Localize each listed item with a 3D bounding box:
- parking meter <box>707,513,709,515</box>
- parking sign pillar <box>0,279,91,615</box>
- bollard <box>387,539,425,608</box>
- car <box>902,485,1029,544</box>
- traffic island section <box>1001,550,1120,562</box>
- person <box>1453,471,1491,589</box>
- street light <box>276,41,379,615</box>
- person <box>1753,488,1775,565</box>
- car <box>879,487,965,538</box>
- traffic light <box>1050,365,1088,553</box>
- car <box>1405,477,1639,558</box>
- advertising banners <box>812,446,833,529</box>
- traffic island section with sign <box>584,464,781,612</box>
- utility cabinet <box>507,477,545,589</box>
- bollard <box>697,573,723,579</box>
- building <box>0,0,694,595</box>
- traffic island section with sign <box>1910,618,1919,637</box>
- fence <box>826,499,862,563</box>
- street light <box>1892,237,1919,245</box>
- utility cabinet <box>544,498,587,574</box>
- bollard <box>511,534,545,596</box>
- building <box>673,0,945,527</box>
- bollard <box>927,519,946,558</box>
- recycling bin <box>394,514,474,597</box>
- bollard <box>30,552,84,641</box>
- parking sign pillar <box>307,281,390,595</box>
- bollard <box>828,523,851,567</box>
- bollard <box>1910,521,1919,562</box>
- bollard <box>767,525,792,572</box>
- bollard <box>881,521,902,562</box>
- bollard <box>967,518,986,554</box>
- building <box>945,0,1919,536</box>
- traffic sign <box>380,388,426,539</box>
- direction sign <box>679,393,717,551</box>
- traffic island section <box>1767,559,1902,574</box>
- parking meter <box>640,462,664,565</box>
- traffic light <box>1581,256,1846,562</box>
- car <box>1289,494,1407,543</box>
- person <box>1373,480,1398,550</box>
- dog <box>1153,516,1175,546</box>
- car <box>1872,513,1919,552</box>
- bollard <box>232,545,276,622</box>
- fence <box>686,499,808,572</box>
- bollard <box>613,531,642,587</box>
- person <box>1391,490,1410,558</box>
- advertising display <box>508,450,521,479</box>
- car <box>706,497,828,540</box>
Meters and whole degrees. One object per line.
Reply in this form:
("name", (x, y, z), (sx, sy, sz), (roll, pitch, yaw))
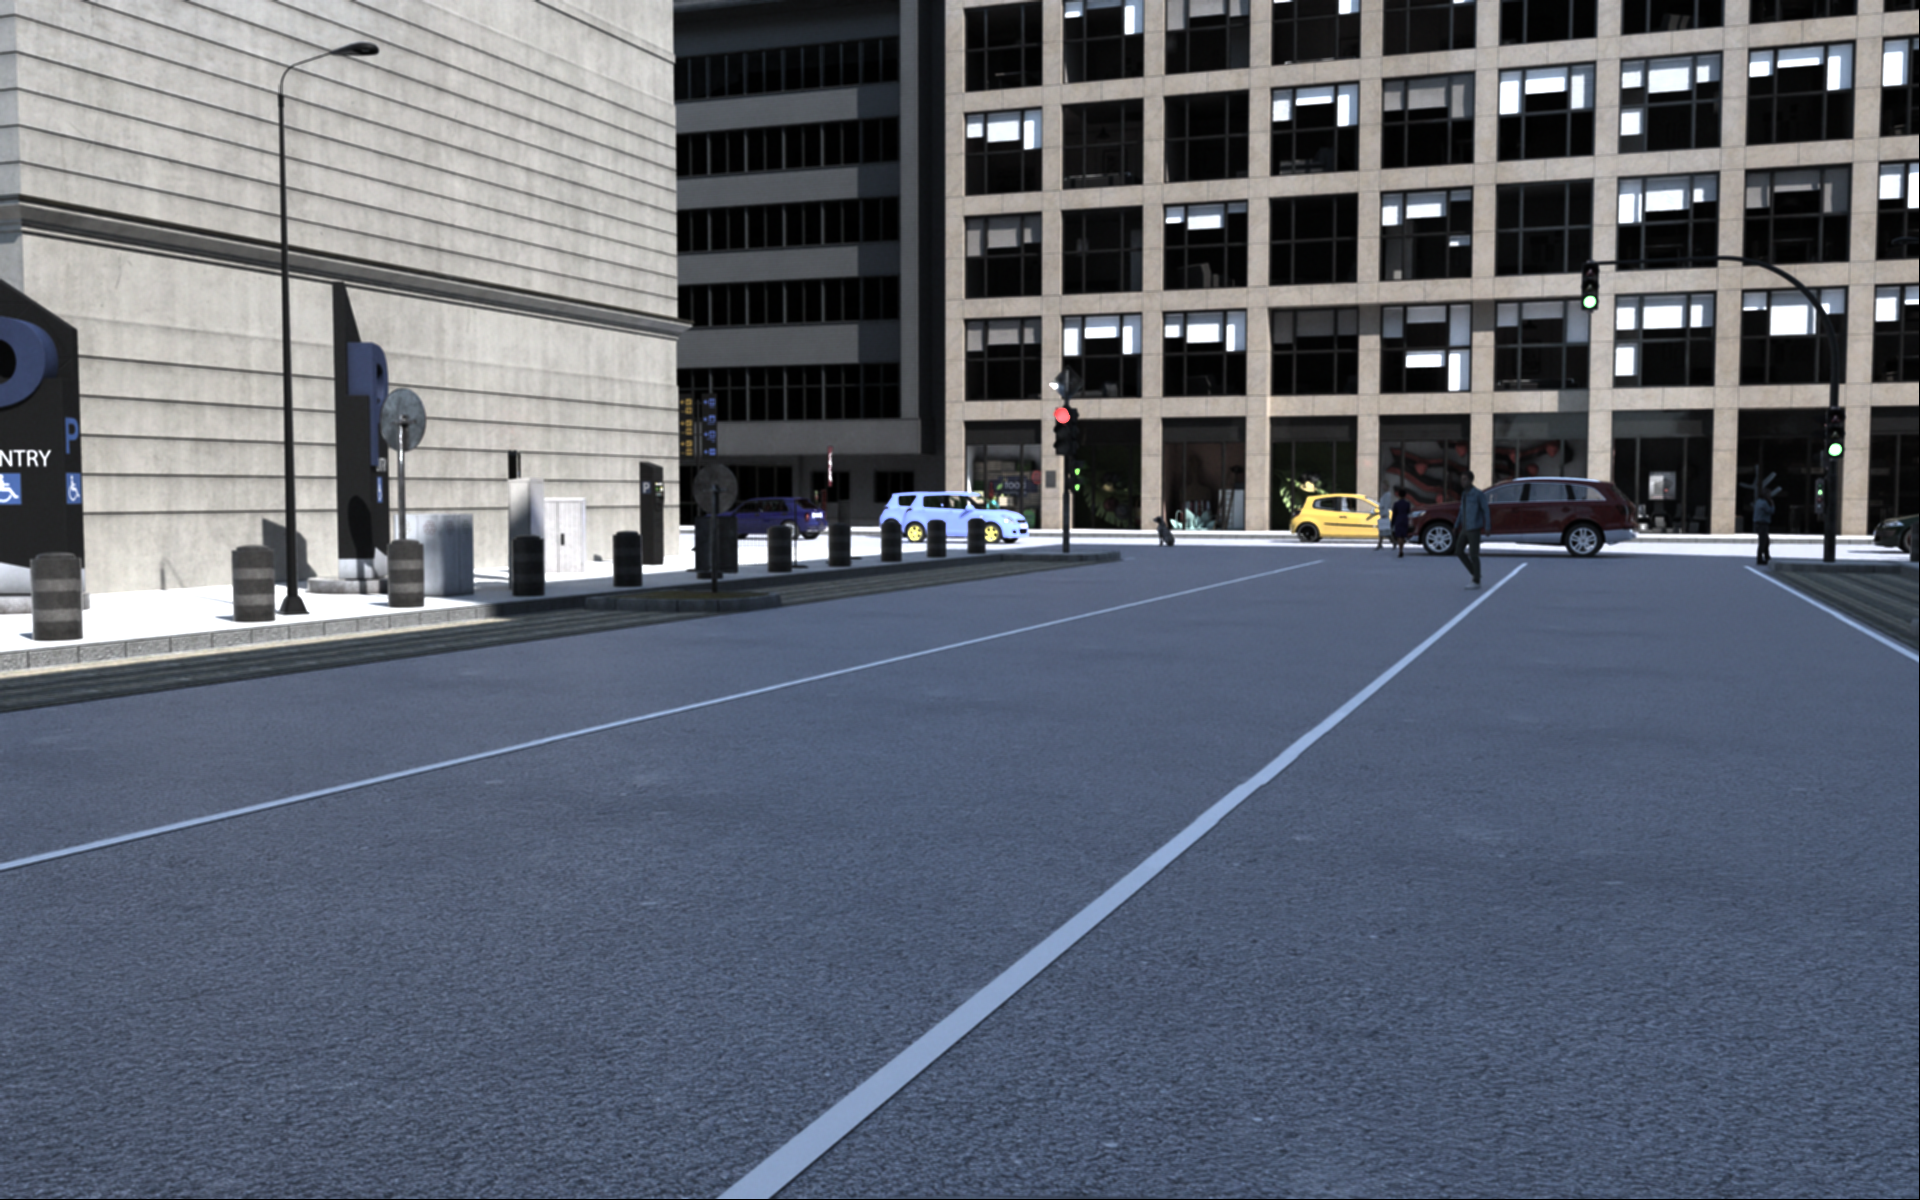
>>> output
("parking meter", (-17.360, -6.747, 118.723), (0.372, 1.533, 0.369), (0, 3, 0))
("parking sign pillar", (-10.378, -1.865, 18.958), (1.447, 3.967, 1.447), (0, 4, -2))
("bollard", (-6.299, -0.304, 19.684), (0.404, 0.777, 0.398), (0, 3, 0))
("car", (0.176, -2.520, 50.798), (3.694, 1.707, 1.945), (1, 4, 22))
("traffic island section", (2.301, -0.955, 37.899), (2.009, 0.180, 2.903), (1, 4, 21))
("person", (7.759, -1.062, 26.202), (0.444, 1.785, 0.601), (-1, 4, -15))
("street light", (-6.619, -2.788, 18.123), (1.470, 5.913, 1.316), (1, 4, 21))
("person", (16.182, -1.476, 34.850), (0.429, 1.552, 0.499), (3, 5, 39))
("car", (-0.775, -2.903, 57.060), (3.694, 1.707, 1.945), (1, 4, 19))
("traffic light", (2.335, -2.987, 37.751), (0.839, 4.253, 0.868), (1, 4, 21))
("car", (12.980, -1.937, 40.341), (5.304, 1.827, 2.281), (1, 4, 22))
("advertising banners", (-4.941, -4.058, 62.544), (0.090, 3.025, 2.074), (1, 4, 16))
("traffic island section with sign", (-3.356, -0.809, 21.850), (1.989, 1.847, 2.006), (1, 4, 21))
("utility cabinet", (-5.886, -0.906, 23.491), (0.318, 1.500, 1.173), (0, 4, -5))
("bollard", (-3.805, -0.710, 26.327), (0.404, 0.777, 0.398), (0, 3, 0))
("building", (-28.649, -15.828, 35.201), (44.131, 29.872, 17.030), (1, 4, 21))
("traffic island section with sign", (10.508, -0.508, 16.928), (1.989, 1.847, 2.006), (1, 4, 21))
("fence", (-2.216, -1.343, 33.163), (0.480, 1.192, 2.264), (0, 4, 2))
("street light", (17.537, -3.595, 31.314), (1.470, 5.913, 1.316), (1, 4, 21))
("utility cabinet", (-6.589, -1.031, 28.023), (1.020, 1.237, 0.306), (0, 4, 1))
("bollard", (-5.463, -0.440, 21.908), (0.404, 0.777, 0.398), (0, 3, 0))
("building", (-12.320, -15.698, 75.723), (30.058, 24.678, 14.314), (1, 4, 21))
("bollard", (-0.477, -1.251, 35.179), (0.404, 0.777, 0.398), (0, 3, 0))
("recycling bin", (-6.659, -0.574, 21.941), (0.722, 1.027, 0.722), (1, 4, 17))
("bollard", (-7.961, -0.034, 15.266), (0.404, 0.777, 0.398), (0, 3, 0))
("parking sign pillar", (-7.831, -2.094, 22.707), (1.447, 3.967, 1.447), (0, 4, -8))
("bollard", (-2.139, -0.981, 30.761), (0.404, 0.777, 0.398), (0, 3, 0))
("bollard", (18.219, -1.105, 32.784), (0.404, 0.777, 0.398), (0, 3, 0))
("bollard", (-2.970, -0.845, 28.535), (0.404, 0.777, 0.398), (0, 3, 0))
("bollard", (-1.308, -1.116, 32.970), (0.404, 0.777, 0.398), (0, 3, 0))
("bollard", (0.356, -1.387, 37.396), (0.404, 0.777, 0.398), (0, 3, 0))
("building", (18.749, -15.993, 65.999), (34.151, 26.468, 19.350), (1, 4, 21))
("traffic sign", (-6.733, -1.271, 20.881), (0.768, 2.556, 0.104), (2, 4, 29))
("direction sign", (-5.898, -2.878, 39.055), (0.876, 3.537, 0.379), (0, 4, 8))
("traffic island section", (16.383, -0.632, 32.622), (2.009, 0.180, 2.903), (1, 4, 21))
("parking meter", (-5.567, -1.566, 31.316), (0.399, 1.863, 0.255), (2, 4, 34))
("traffic light", (14.359, -3.575, 33.119), (4.771, 5.953, 1.251), (1, 4, 21))
("car", (11.754, -2.497, 51.047), (3.980, 1.641, 2.015), (1, 4, 19))
("person", (10.894, -2.162, 44.204), (0.624, 1.780, 0.694), (1, 4, 19))
("dog", (5.675, -1.887, 47.689), (0.513, 0.831, 0.800), (-1, 4, -10))
("car", (24.333, -1.948, 41.644), (4.222, 1.686, 2.009), (1, 4, 22))
("bollard", (-7.126, -0.169, 17.474), (0.404, 0.777, 0.398), (0, 3, 0))
("fence", (-3.595, -1.113, 29.395), (0.480, 1.192, 2.264), (3, 5, 44))
("bollard", (-4.630, -0.575, 24.116), (0.404, 0.777, 0.398), (0, 3, 0))
("person", (9.959, -1.737, 39.266), (0.453, 1.535, 0.546), (-1, 4, -18))
("advertising display", (-6.637, -1.262, 25.848), (0.123, 1.923, 0.974), (-1, 4, -11))
("car", (-6.231, -2.582, 54.797), (3.894, 1.354, 1.945), (1, 4, 20))
